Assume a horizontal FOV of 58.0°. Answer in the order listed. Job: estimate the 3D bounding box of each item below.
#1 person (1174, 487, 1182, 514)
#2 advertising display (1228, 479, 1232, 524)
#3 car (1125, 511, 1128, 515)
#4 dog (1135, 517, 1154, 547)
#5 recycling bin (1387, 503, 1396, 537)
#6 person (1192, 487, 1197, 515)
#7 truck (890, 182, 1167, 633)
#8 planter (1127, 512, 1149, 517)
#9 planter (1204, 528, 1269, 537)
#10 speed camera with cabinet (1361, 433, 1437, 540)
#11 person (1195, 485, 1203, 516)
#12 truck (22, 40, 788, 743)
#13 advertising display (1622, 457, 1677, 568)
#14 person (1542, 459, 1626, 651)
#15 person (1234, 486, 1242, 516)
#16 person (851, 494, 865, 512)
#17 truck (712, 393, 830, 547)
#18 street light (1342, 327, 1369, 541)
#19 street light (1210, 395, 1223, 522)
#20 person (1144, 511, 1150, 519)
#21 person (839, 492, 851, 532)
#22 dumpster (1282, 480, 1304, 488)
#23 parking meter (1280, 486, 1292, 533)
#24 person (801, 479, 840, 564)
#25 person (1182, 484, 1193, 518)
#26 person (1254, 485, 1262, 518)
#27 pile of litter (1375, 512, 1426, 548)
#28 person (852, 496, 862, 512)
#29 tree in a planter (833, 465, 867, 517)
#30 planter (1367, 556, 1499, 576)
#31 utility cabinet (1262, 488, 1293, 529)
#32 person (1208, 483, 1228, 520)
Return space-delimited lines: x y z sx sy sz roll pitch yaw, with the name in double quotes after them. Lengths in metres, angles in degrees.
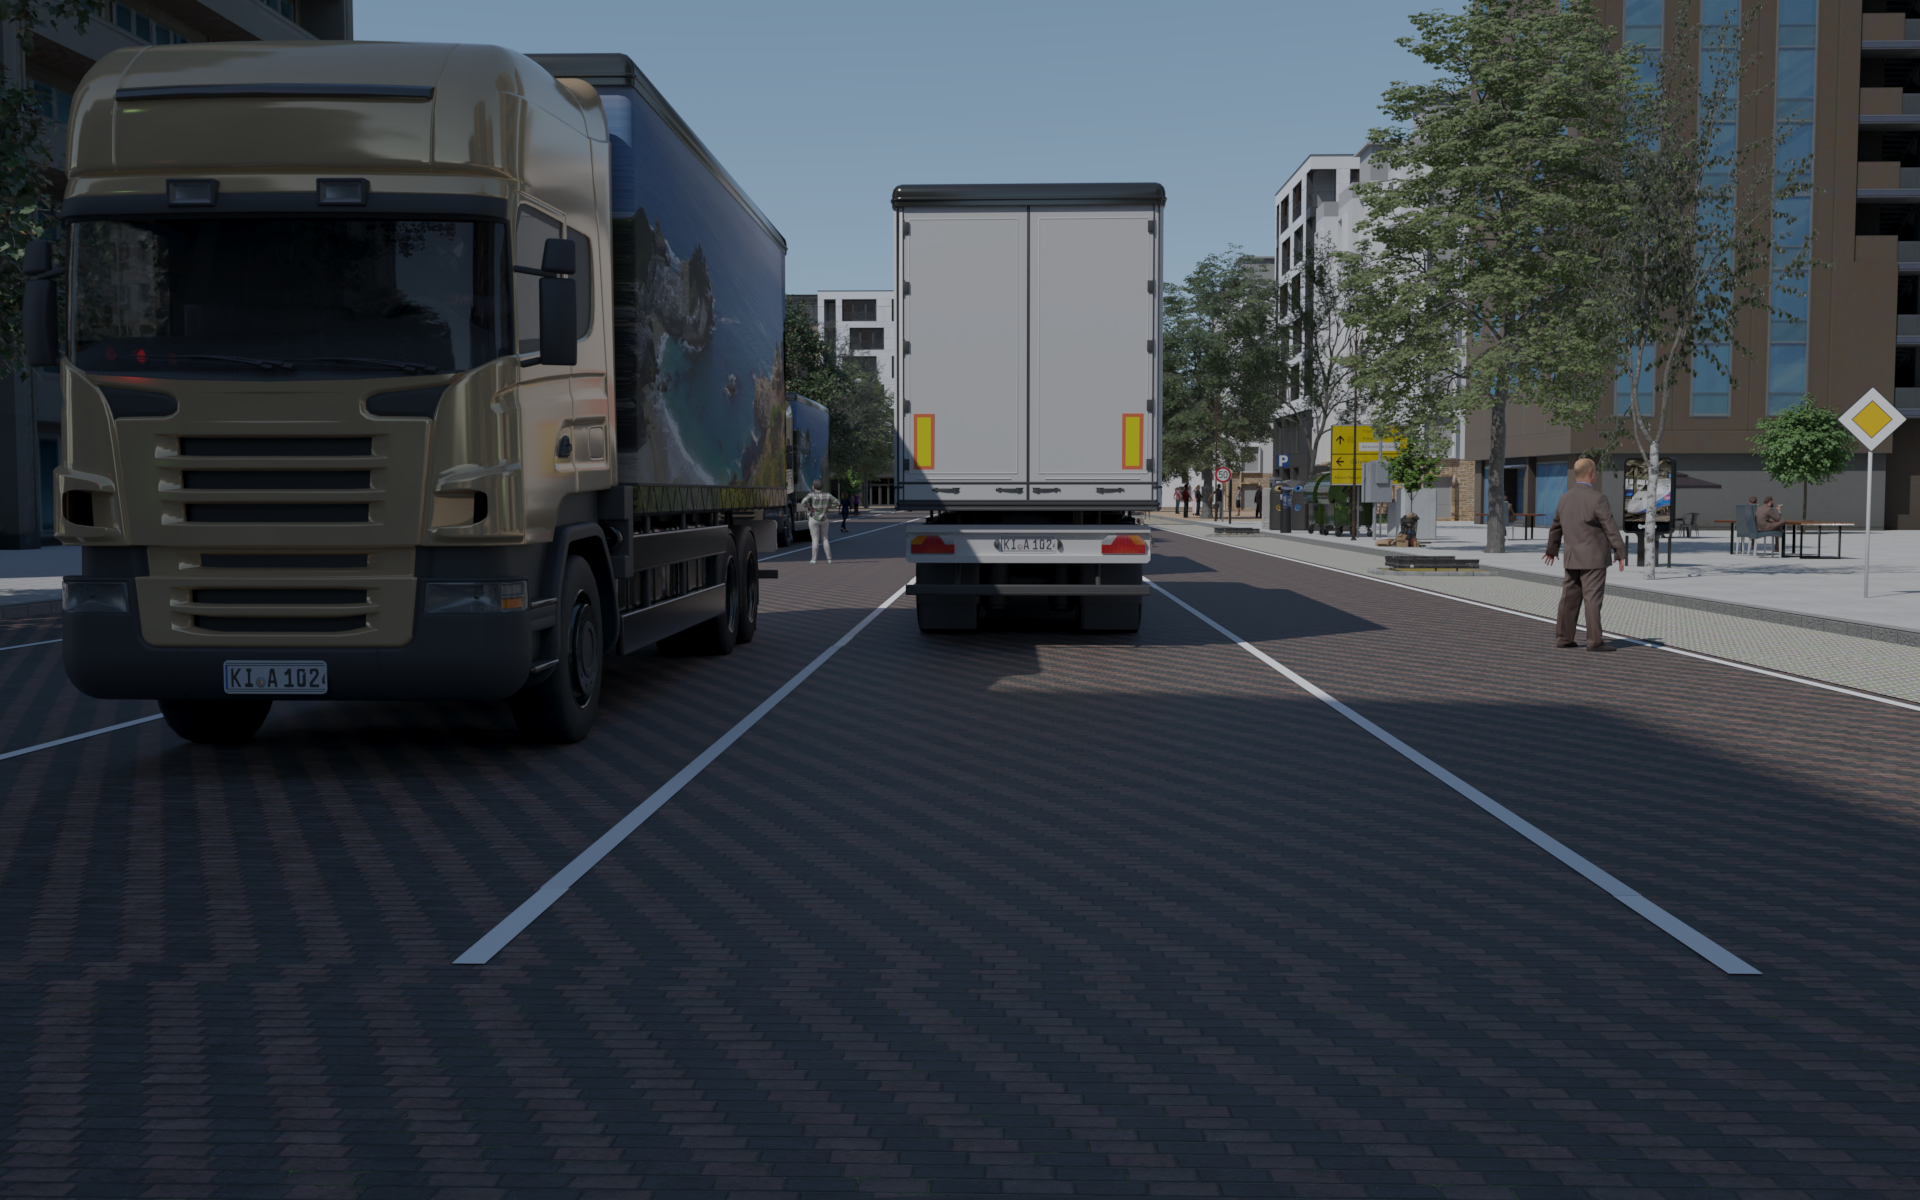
14.108 -6.422 111.768 0.721 1.743 1.217 -2 4 -25 "person"
11.565 -4.217 74.166 0.123 1.923 0.974 0 4 6 "advertising display"
6.011 -3.996 74.001 2.281 1.827 5.304 0 4 1 "car"
4.999 -1.828 46.727 0.513 0.831 0.800 0 4 -7 "dog"
13.176 -2.377 51.414 0.722 1.027 0.722 3 5 43 "recycling bin"
14.201 -5.958 104.117 0.551 1.740 0.621 1 4 10 "person"
0.875 -1.978 21.250 2.839 4.237 11.283 0 4 3 "truck"
10.797 -5.351 108.624 1.991 0.319 1.994 0 4 2 "planter"
9.197 -2.245 57.850 1.991 0.319 1.994 0 4 2 "planter"
12.251 -3.299 48.281 2.038 3.252 0.660 -1 4 -14 "speed camera with cabinet"
13.922 -5.802 100.928 0.705 1.821 1.348 2 4 28 "person"
-3.243 -1.496 13.369 2.839 4.237 11.283 0 4 1 "truck"
12.113 -1.544 30.450 0.123 1.923 0.974 -2 4 -34 "advertising display"
5.778 -0.424 15.982 0.434 1.755 0.990 -1 4 -21 "person"
16.259 -5.799 101.640 0.721 1.735 1.217 1 4 21 "person"
-6.634 -6.261 111.542 1.217 1.739 0.721 -3 5 -41 "person"
-5.641 -3.754 50.284 2.839 4.237 11.283 0 4 2 "truck"
10.874 -4.580 47.670 0.468 5.910 1.993 0 4 2 "street light"
11.954 -6.606 80.800 0.468 5.910 1.993 0 4 2 "street light"
10.569 -5.422 97.938 1.217 1.735 0.721 1 4 21 "person"
-4.308 -3.279 64.661 0.480 1.512 0.613 0 4 4 "person"
13.481 -3.948 70.311 1.264 1.857 1.865 0 4 2 "dumpster"
10.709 -2.965 56.890 0.372 1.533 0.369 0 3 0 "parking meter"
-2.899 -1.619 35.686 0.841 1.734 0.376 -1 4 -21 "person"
12.146 -5.306 92.761 0.705 1.831 1.348 -1 4 -14 "person"
16.125 -5.292 93.118 0.434 1.755 0.990 -1 4 -22 "person"
10.742 -1.731 42.264 1.176 0.858 1.719 0 4 6 "pile of litter"
-6.780 -6.415 113.382 0.705 1.824 1.348 1 4 23 "person"
-6.856 -6.805 108.491 1.991 3.239 1.994 0 4 2 "tree in a planter"
8.354 -0.598 30.920 1.991 0.319 1.994 0 4 2 "planter"
11.614 -3.328 63.089 1.173 1.500 0.318 2 4 25 "utility cabinet"
13.084 -4.974 87.386 1.348 1.822 0.705 3 4 37 "person"
